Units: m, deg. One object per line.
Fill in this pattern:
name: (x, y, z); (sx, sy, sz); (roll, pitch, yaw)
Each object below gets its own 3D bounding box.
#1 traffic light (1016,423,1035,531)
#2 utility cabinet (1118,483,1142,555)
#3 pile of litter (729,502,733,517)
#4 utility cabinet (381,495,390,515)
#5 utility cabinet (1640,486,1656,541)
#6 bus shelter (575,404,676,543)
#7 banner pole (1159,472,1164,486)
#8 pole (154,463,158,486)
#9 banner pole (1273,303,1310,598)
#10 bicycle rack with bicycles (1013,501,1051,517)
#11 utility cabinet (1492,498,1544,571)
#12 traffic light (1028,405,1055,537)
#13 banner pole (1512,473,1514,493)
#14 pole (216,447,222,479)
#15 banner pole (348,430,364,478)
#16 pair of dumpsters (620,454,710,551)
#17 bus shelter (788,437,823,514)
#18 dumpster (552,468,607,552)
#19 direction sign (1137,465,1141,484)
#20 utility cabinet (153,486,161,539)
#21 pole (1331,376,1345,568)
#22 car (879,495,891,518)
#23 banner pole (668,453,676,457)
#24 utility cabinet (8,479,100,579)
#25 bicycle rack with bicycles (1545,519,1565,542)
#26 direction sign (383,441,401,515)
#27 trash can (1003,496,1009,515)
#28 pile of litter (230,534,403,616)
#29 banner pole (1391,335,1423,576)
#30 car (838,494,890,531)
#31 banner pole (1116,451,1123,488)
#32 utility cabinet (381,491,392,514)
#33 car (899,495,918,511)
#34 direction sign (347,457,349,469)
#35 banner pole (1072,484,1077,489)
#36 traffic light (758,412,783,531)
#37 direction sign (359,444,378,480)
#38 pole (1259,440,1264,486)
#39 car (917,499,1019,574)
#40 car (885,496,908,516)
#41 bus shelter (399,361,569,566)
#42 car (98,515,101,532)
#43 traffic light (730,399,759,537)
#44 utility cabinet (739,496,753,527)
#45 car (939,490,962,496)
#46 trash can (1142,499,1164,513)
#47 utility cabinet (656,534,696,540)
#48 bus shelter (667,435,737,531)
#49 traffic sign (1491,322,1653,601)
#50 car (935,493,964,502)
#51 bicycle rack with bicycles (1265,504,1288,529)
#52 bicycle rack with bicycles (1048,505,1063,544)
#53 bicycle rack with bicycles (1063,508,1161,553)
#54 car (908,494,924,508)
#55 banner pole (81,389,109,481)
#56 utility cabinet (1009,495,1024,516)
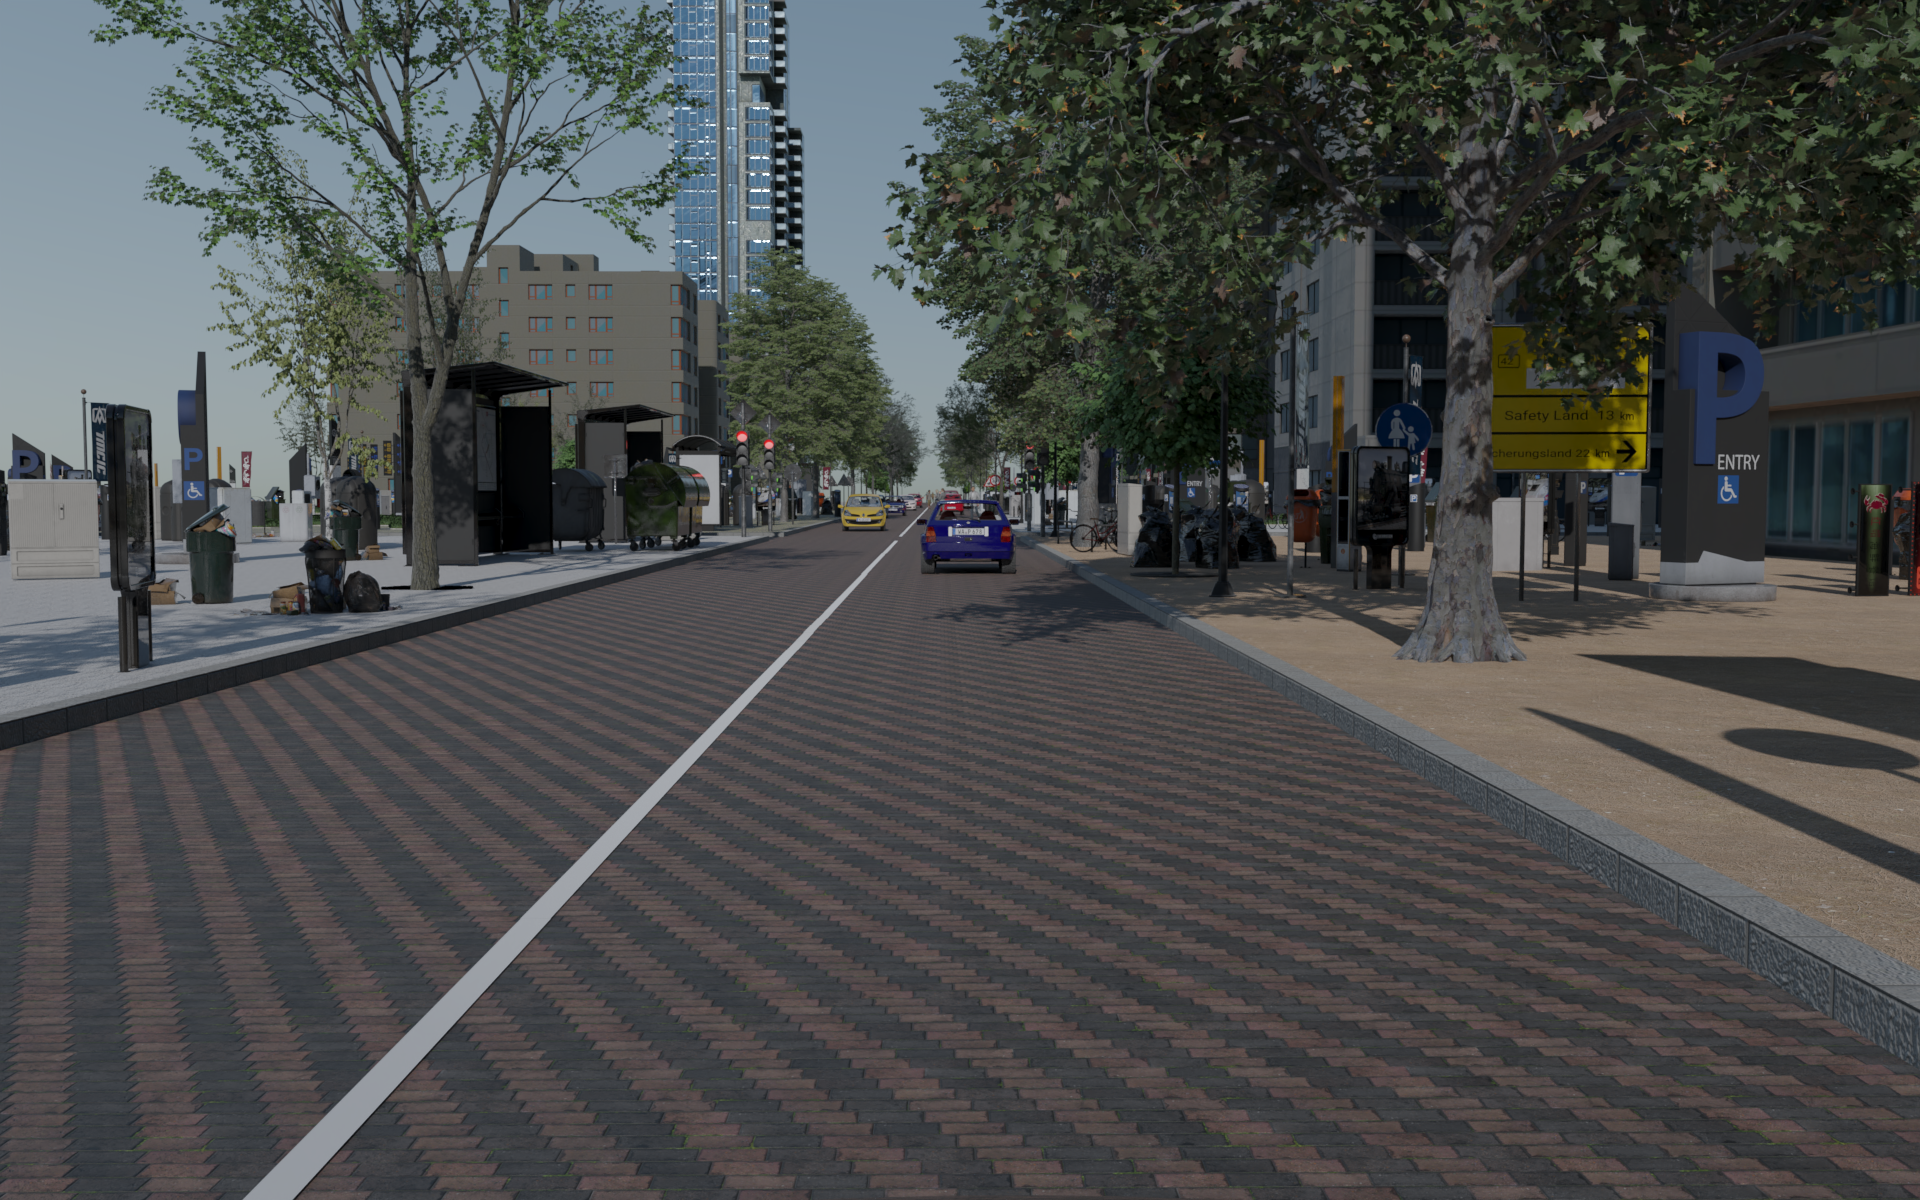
traffic light: (2.361, -4.317, 59.504); (0.839, 4.253, 0.868); (0, 4, -1)
utility cabinet: (3.581, -1.697, 36.425); (0.318, 1.500, 1.173); (0, 4, -5)
pile of litter: (-12.610, -5.103, 97.399); (1.176, 0.858, 1.719); (0, 4, 4)
utility cabinet: (-31.602, -5.109, 94.701); (0.306, 1.237, 1.020); (1, 4, 17)
utility cabinet: (18.316, -2.341, 46.947); (1.173, 1.500, 0.318); (-2, 4, -24)
bus shelter: (-9.254, -3.490, 48.341); (1.731, 3.624, 6.357); (0, 4, -1)
banner pole: (11.830, -6.846, 101.941); (0.401, 3.779, 0.863); (2, 4, 30)
pole: (-53.218, -7.393, 114.717); (0.158, 3.312, 0.155); (0, 3, 0)
banner pole: (4.129, -1.906, 21.187); (0.401, 3.779, 0.863); (0, 4, -7)
bicycle rack with bicycles: (4.037, -5.101, 96.791); (2.852, 0.926, 2.925); (0, 4, 4)
utility cabinet: (9.273, -1.096, 29.085); (1.020, 1.237, 0.306); (-1, 4, -17)
traffic light: (2.448, -3.829, 51.519); (0.839, 4.253, 0.868); (0, 4, -1)
banner pole: (22.529, -4.926, 70.563); (0.401, 3.779, 0.863); (1, 4, 20)
pole: (-31.886, -4.939, 74.600); (0.158, 3.312, 0.155); (0, 3, 0)
banner pole: (-23.583, -4.759, 67.822); (0.401, 3.779, 0.863); (3, 4, 37)
pair of dumpsters: (-6.907, -2.336, 40.685); (1.574, 2.255, 4.437); (0, 4, -1)
bus shelter: (-10.694, -8.589, 118.065); (2.179, 5.291, 8.768); (0, 4, -1)
dumpster: (-8.788, -2.048, 39.248); (1.264, 1.857, 1.865); (0, 4, -1)
direction sign: (13.828, -8.671, 133.763); (0.379, 3.537, 0.876); (1, 4, 21)
utility cabinet: (-22.957, -2.475, 49.141); (1.173, 1.500, 0.318); (3, 4, 38)
pole: (6.537, -2.210, 29.971); (0.158, 3.312, 0.155); (0, 3, 0)
car: (-5.154, -5.598, 103.531); (2.014, 1.417, 4.499); (0, 4, -2)
banner pole: (-15.387, -6.339, 93.665); (0.863, 3.779, 0.401); (-2, 4, -32)
utility cabinet: (-13.622, -1.062, 26.047); (1.173, 1.500, 0.318); (-2, 4, -31)
bicycle rack with bicycles: (15.218, -2.033, 46.616); (2.852, 0.926, 2.925); (-2, 4, -29)
direction sign: (-23.988, -4.983, 73.464); (0.876, 3.537, 0.379); (-2, 4, -31)
trash can: (2.912, -5.922, 108.478); (0.748, 1.137, 0.748); (0, 3, 0)
pile of litter: (-6.988, -0.299, 18.854); (1.719, 0.858, 1.176); (-1, 4, -14)
banner pole: (7.151, -2.291, 27.478); (0.401, 3.779, 0.863); (3, 4, 38)
car: (-3.748, -3.522, 67.813); (2.015, 1.641, 3.980); (0, 4, -2)
banner pole: (8.212, -6.086, 89.518); (0.863, 3.779, 0.401); (-3, 5, -43)
utility cabinet: (-35.564, -6.036, 107.373); (0.318, 1.500, 1.173); (3, 5, 39)
car: (-4.725, -8.471, 150.866); (2.083, 1.381, 4.827); (0, 4, -1)
direction sign: (-37.105, -6.976, 106.058); (0.876, 3.537, 0.379); (1, 4, 15)
banner pole: (7.077, -7.238, 108.354); (0.863, 3.779, 0.401); (-3, 5, -44)
traffic light: (-6.500, -4.310, 59.391); (0.839, 4.253, 0.868); (0, 4, -1)
direction sign: (-26.793, -5.293, 78.544); (0.876, 3.537, 0.379); (-3, 5, -45)
pole: (11.405, -4.382, 65.492); (0.158, 3.312, 0.155); (0, 3, 0)
car: (0.148, -1.212, 32.395); (1.945, 1.354, 3.894); (0, 3, 0)
car: (-4.371, -6.181, 113.643); (1.945, 1.354, 3.894); (0, 4, -1)
bus shelter: (-9.121, -2.598, 33.757); (1.731, 3.624, 6.357); (0, 4, -1)
car: (-29.851, -2.657, 56.018); (3.894, 1.354, 1.945); (0, 3, 0)
traffic light: (-6.412, -3.822, 51.406); (0.839, 4.253, 0.868); (0, 4, -1)
utility cabinet: (-8.460, -3.498, 68.360); (0.306, 1.237, 1.020); (-1, 4, -23)
car: (-0.932, -9.804, 168.974); (2.281, 1.827, 5.304); (0, 4, 0)
trash can: (5.288, -2.201, 47.641); (0.748, 1.137, 0.748); (0, 3, 0)
utility cabinet: (-7.855, -2.393, 47.808); (0.318, 1.500, 1.173); (3, 5, 41)
bus shelter: (-9.023, -4.161, 61.949); (2.014, 3.302, 5.546); (0, 4, -1)
traffic sign: (7.057, -1.638, 20.653); (2.265, 3.308, 0.079); (0, 4, 4)
car: (-0.625, -6.694, 118.494); (2.155, 1.783, 4.494); (0, 4, -1)
bicycle rack with bicycles: (12.400, -3.068, 63.548); (2.852, 0.926, 2.925); (-1, 4, -17)
bicycle rack with bicycles: (3.631, -1.870, 43.958); (2.852, 0.926, 2.925); (0, 4, -7)
bicycle rack with bicycles: (4.106, -1.546, 38.663); (2.925, 0.926, 2.852); (1, 4, 16)
car: (-4.858, -10.604, 182.413); (2.155, 1.783, 4.494); (0, 4, 0)
banner pole: (-20.757, -3.153, 41.571); (0.401, 3.779, 0.863); (2, 4, 32)
utility cabinet: (3.420, -5.552, 101.933); (1.020, 1.237, 0.306); (-1, 4, -22)
